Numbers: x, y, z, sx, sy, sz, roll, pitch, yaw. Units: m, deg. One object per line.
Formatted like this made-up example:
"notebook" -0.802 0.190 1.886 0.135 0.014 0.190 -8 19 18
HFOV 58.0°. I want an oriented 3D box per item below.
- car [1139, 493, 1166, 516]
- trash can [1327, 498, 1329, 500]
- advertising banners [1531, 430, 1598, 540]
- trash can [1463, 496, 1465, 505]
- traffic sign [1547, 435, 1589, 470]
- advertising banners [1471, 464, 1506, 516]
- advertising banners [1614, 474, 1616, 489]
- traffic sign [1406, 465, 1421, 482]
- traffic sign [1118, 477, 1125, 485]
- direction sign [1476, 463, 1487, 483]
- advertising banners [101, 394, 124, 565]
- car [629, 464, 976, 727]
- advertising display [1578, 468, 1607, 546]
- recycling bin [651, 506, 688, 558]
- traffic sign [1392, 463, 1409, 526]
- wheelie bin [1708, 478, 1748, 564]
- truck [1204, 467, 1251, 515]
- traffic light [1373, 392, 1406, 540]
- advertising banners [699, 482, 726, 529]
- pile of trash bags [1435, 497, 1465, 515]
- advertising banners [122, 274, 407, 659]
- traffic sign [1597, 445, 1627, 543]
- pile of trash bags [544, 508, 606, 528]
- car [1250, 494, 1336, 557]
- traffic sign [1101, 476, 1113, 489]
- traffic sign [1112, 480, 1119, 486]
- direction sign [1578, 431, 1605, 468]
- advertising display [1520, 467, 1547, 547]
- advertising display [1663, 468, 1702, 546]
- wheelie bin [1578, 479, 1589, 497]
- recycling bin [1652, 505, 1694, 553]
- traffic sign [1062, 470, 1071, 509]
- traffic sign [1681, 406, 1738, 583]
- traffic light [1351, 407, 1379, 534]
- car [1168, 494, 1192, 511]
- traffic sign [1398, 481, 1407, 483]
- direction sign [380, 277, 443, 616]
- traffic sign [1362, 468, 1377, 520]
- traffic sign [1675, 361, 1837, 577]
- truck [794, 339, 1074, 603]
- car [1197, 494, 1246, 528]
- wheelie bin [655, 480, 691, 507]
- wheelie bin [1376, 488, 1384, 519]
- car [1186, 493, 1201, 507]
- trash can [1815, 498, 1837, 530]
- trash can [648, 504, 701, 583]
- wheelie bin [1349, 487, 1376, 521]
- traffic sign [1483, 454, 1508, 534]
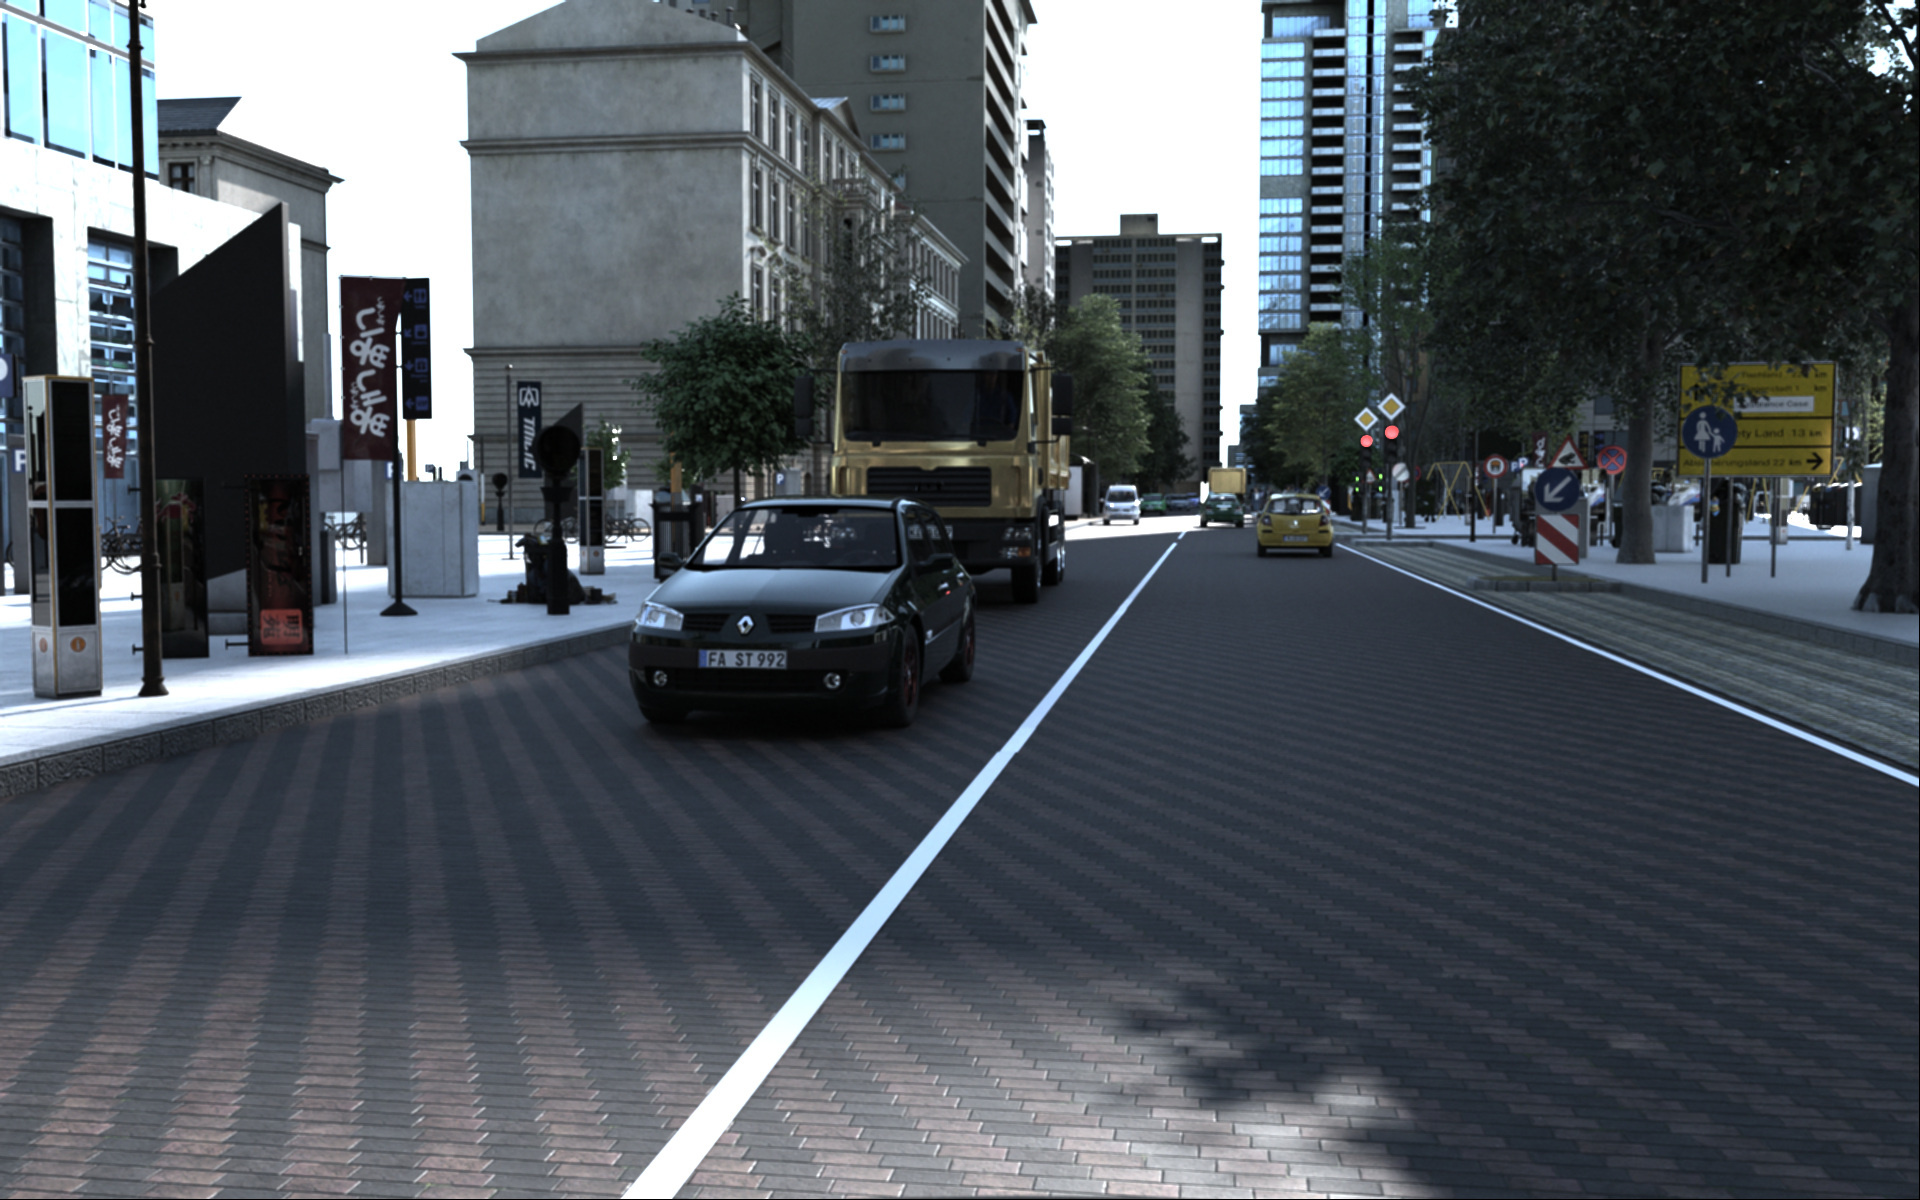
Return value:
"car" 12.918 -6.593 116.590 1.959 1.807 4.718 1 4 9
"trash can" 26.370 -6.948 125.252 0.748 1.137 0.748 0 3 0
"advertising banners" 16.468 -3.122 47.240 0.090 3.025 2.074 -3 4 -38
"trash can" 33.436 -6.249 113.828 0.748 1.137 0.748 0 3 0
"traffic sign" 13.330 -2.325 38.017 0.884 2.594 0.081 1 4 16
"advertising banners" 30.298 -6.307 99.309 2.074 3.025 0.090 0 4 -3
"advertising banners" 39.331 -6.504 102.523 0.090 3.025 2.074 -3 5 -45
"traffic sign" 19.352 -4.532 74.209 0.768 2.556 0.104 1 4 11
"traffic sign" 12.093 -8.002 130.938 0.768 2.556 0.104 1 4 9
"direction sign" 37.620 -8.139 125.068 0.876 3.537 0.379 1 4 17
"advertising banners" -15.565 -2.101 30.547 2.074 3.025 0.090 1 4 9
"car" -0.952 -0.135 12.001 2.009 1.686 4.222 1 4 8
"advertising display" 15.589 -2.296 42.755 0.974 1.923 0.123 -2 4 -33
"recycling bin" -5.896 -1.382 35.157 0.722 1.027 0.722 -1 4 -11
"traffic sign" 17.867 -4.285 70.160 0.768 2.556 0.104 1 4 14
"wheelie bin" 14.119 -1.470 31.940 0.693 1.594 0.980 2 4 32
"truck" 19.073 -7.813 123.665 3.469 3.379 9.791 1 4 9
"traffic light" 11.897 -3.612 47.975 0.839 4.253 0.868 1 4 8
"advertising banners" -9.952 -4.464 69.181 0.090 3.025 2.074 -3 5 -39
"pile of trash bags" 29.397 -5.855 105.480 1.912 1.369 3.447 3 5 44
"advertising banners" -5.419 -1.068 13.655 2.074 3.025 0.090 -1 4 -18
"traffic sign" 16.935 -2.747 45.012 0.768 2.556 0.104 1 4 14
"pile of trash bags" -15.042 -3.462 66.364 1.912 1.369 3.447 -3 4 -39
"car" 7.852 -1.868 40.760 2.015 1.641 3.980 1 4 10
"traffic sign" 10.274 -7.418 121.283 0.884 2.594 0.081 1 4 12
"traffic sign" 11.133 -7.649 125.063 0.884 2.594 0.081 1 4 10
"direction sign" 22.644 -4.293 62.191 0.876 3.537 0.379 2 4 29
"advertising display" 13.849 -2.228 41.647 0.123 1.923 0.974 -2 4 -24
"advertising display" 17.863 -2.302 42.853 0.974 1.923 0.123 0 4 -6
"wheelie bin" 13.098 -1.800 37.339 0.980 1.594 0.693 0 4 -7
"recycling bin" 15.698 -1.567 38.172 0.722 1.027 0.722 3 4 39
"traffic sign" 4.816 -4.949 81.028 0.768 2.556 0.104 1 4 11
"traffic sign" 10.769 -1.521 24.974 0.768 2.556 0.104 1 4 9
"traffic light" 13.060 -4.095 55.875 0.839 4.253 0.868 1 4 8
"car" 18.802 -8.335 148.274 2.014 1.417 4.499 0 4 7
"traffic sign" 20.728 -5.026 82.184 0.884 2.594 0.081 1 4 13
"direction sign" -5.955 -1.607 18.275 0.876 3.537 0.379 1 4 15
"traffic sign" 20.360 -5.265 86.087 0.884 2.594 0.081 1 4 16
"traffic sign" 12.227 -2.007 26.680 2.265 3.308 0.079 1 4 13
"truck" 0.064 -1.778 24.987 3.469 3.379 9.791 0 4 6
"car" 11.437 -3.908 75.693 2.131 1.459 4.920 0 4 6
"wheelie bin" -6.640 -1.963 40.009 0.693 1.594 0.980 1 4 9
"wheelie bin" 20.943 -4.868 87.505 0.980 1.594 0.693 3 5 41
"car" 25.269 -10.967 188.897 1.945 1.707 3.694 0 4 7
"trash can" 31.277 -3.116 62.594 0.748 1.137 0.748 0 3 0
"trash can" -4.136 -0.824 25.129 0.748 1.137 0.748 0 3 0
"wheelie bin" 18.814 -4.494 81.386 0.980 1.594 0.693 -1 4 -18
"traffic sign" 17.232 -3.406 55.798 0.768 2.556 0.104 1 4 16
